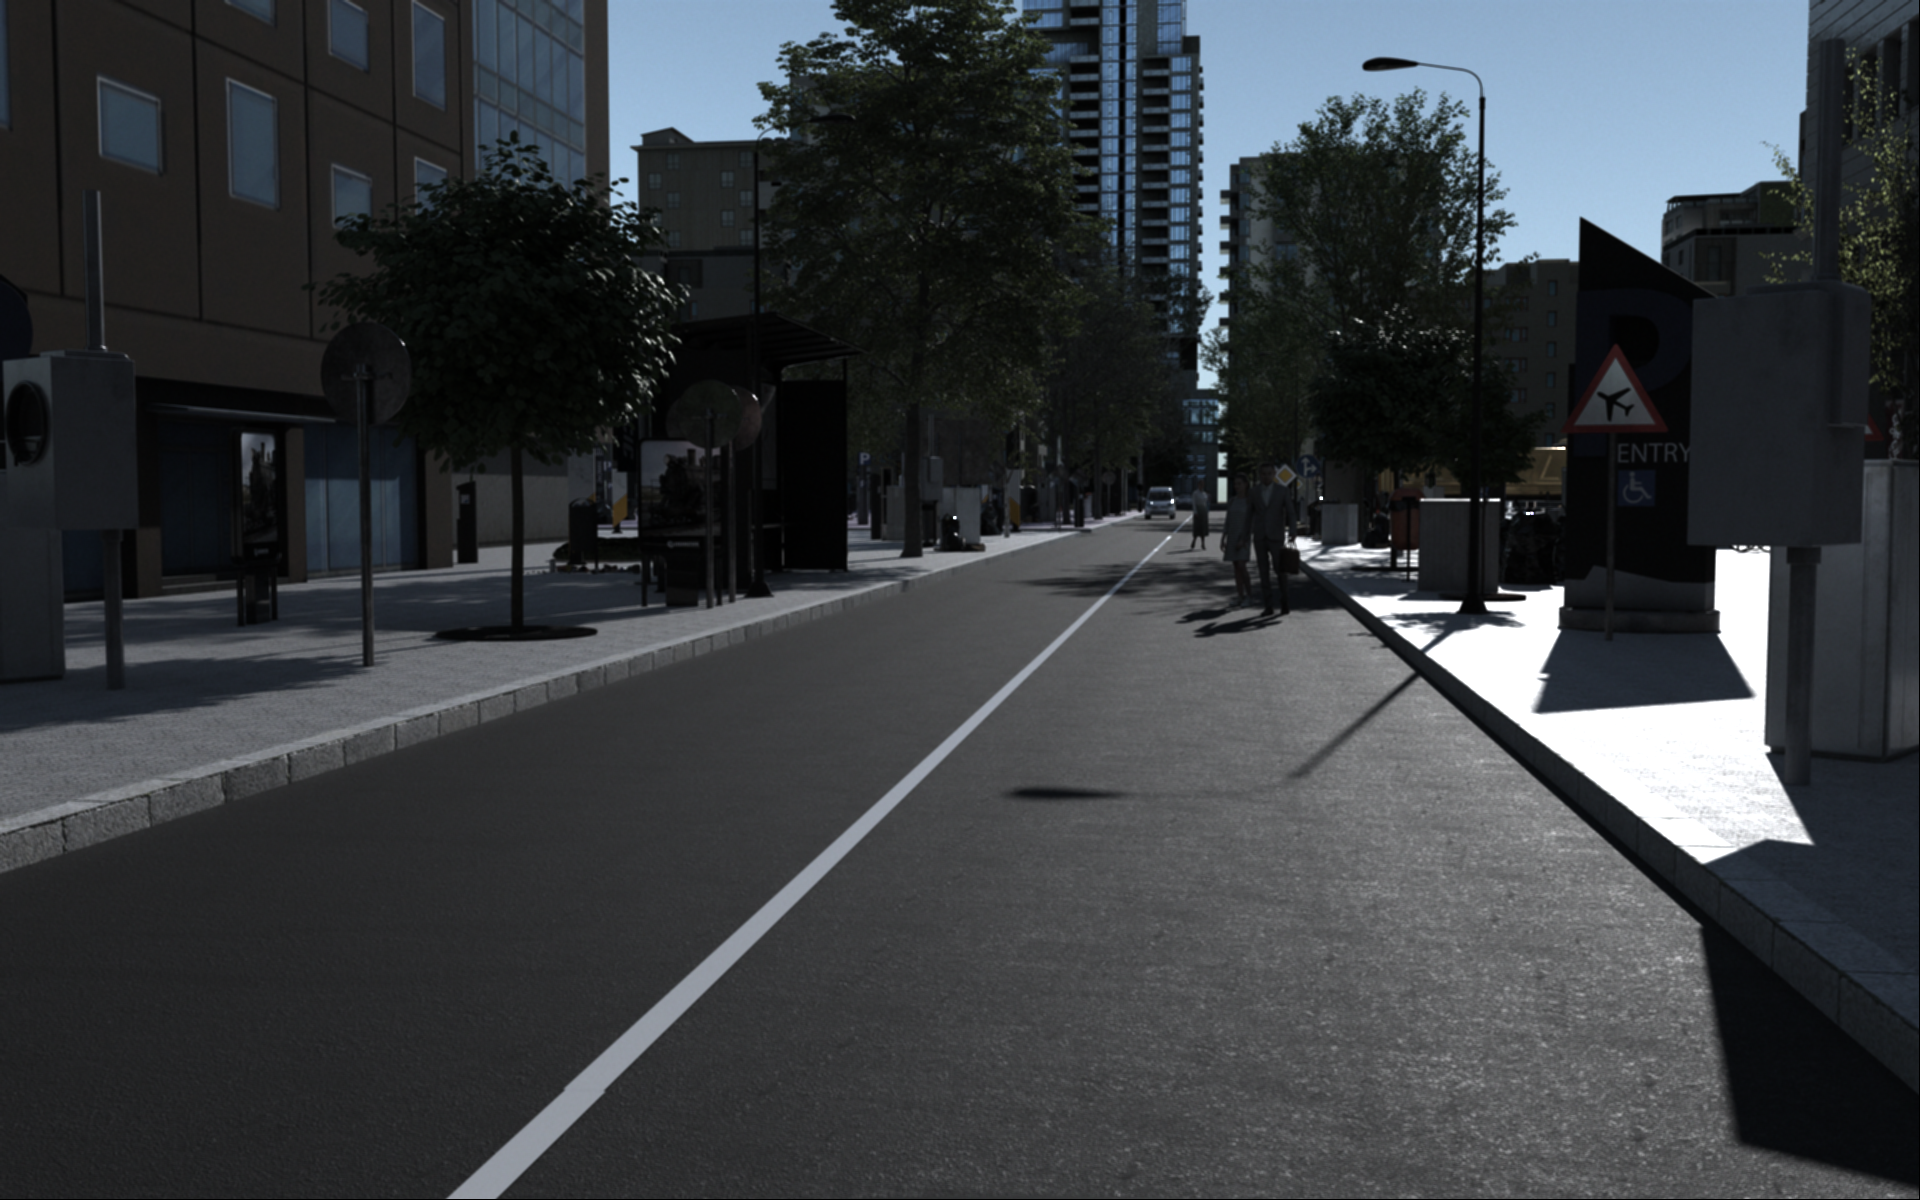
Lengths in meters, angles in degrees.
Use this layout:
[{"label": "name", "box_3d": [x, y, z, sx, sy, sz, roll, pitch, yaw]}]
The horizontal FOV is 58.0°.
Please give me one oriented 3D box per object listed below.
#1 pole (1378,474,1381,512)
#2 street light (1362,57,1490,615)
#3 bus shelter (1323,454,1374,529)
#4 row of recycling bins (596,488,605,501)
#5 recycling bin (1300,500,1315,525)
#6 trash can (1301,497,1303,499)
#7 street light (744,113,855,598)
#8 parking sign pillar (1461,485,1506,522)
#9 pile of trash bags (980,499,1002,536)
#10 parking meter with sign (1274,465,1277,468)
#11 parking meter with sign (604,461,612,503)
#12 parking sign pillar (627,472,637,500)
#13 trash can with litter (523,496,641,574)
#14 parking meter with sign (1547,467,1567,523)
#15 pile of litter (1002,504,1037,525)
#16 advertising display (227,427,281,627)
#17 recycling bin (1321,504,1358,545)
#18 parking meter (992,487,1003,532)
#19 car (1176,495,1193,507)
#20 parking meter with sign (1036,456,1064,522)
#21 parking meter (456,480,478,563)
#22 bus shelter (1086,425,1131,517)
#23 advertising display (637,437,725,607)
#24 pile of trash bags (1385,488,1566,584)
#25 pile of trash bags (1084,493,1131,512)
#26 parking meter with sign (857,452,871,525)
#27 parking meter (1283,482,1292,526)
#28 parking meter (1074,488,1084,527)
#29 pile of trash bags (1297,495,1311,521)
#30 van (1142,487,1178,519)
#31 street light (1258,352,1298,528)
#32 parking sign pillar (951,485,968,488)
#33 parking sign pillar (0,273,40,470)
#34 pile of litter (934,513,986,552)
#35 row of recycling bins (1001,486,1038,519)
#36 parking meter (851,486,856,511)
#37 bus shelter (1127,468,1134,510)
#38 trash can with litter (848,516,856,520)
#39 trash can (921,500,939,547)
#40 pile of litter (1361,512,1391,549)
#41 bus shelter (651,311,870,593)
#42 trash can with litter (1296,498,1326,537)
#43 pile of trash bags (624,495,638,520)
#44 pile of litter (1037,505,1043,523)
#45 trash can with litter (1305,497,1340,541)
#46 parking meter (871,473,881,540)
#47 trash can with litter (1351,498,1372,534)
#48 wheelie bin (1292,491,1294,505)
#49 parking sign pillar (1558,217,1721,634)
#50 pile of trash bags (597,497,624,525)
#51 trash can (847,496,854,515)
[{"label": "pole", "box_3d": [25.888, -6.912, 106.856, 0.158, 3.312, 0.155, 0, 3, 0]}, {"label": "street light", "box_3d": [4.983, -2.813, 18.532, 1.470, 5.913, 1.316, 1, 4, 8]}, {"label": "bus shelter", "box_3d": [14.901, -4.440, 66.523, 2.014, 3.302, 5.546, 1, 4, 8]}, {"label": "row of recycling bins", "box_3d": [-23.741, -6.303, 110.168, 3.534, 1.692, 1.069, 1, 4, 19]}, {"label": "recycling bin", "box_3d": [14.765, -3.690, 72.883, 0.722, 1.027, 0.722, 0, 4, -5]}, {"label": "trash can", "box_3d": [19.794, -5.337, 98.917, 0.748, 1.137, 0.748, 0, 3, 0]}, {"label": "street light", "box_3d": [-1.973, -2.986, 21.361, 1.470, 5.913, 1.316, 1, 4, 8]}, {"label": "parking sign pillar", "box_3d": [15.910, -3.924, 52.623, 1.447, 3.967, 1.447, 1, 4, 20]}, {"label": "pile of trash bags", "box_3d": [0.041, -2.749, 54.690, 1.912, 1.369, 3.447, -1, 4, -15]}, {"label": "parking meter with sign", "box_3d": [18.827, -6.577, 103.795, 0.543, 3.016, 1.738, 0, 4, 4]}, {"label": "parking meter with sign", "box_3d": [-18.231, -5.732, 89.975, 0.543, 3.016, 1.738, -1, 4, -17]}, {"label": "parking sign pillar", "box_3d": [-25.401, -8.970, 135.123, 1.447, 3.967, 1.447, 0, 4, 8]}, {"label": "trash can with litter", "box_3d": [-5.872, -1.049, 28.212, 2.233, 1.210, 1.678, 2, 4, 23]}, {"label": "parking meter with sign", "box_3d": [17.478, -3.234, 49.139, 0.543, 3.016, 1.738, -2, 4, -32]}, {"label": "pile of litter", "box_3d": [2.144, -3.624, 73.216, 1.719, 0.858, 1.176, -1, 4, -21]}, {"label": "advertising display", "box_3d": [-6.979, -0.731, 17.163, 0.123, 1.923, 0.974, 0, 4, -1]}, {"label": "recycling bin", "box_3d": [9.659, -1.927, 44.056, 0.722, 1.027, 0.722, 2, 4, 34]}, {"label": "parking meter", "box_3d": [1.249, -3.046, 58.207, 0.372, 1.533, 0.369, 0, 3, 0]}, {"label": "car", "box_3d": [25.448, -11.214, 195.709, 2.083, 1.381, 4.827, 1, 4, 10]}, {"label": "parking meter with sign", "box_3d": [4.085, -5.136, 80.240, 0.543, 3.016, 1.738, -2, 4, -34]}, {"label": "parking meter", "box_3d": [-9.162, -1.455, 32.200, 0.372, 1.533, 0.369, 0, 3, 0]}, {"label": "bus shelter", "box_3d": [8.661, -7.550, 101.067, 2.179, 5.291, 8.768, 1, 4, 8]}, {"label": "advertising display", "box_3d": [-3.187, -0.891, 19.788, 0.974, 1.923, 0.123, -1, 4, -13]}, {"label": "pile of trash bags", "box_3d": [7.980, -0.953, 25.328, 3.447, 1.369, 1.912, 0, 4, 8]}, {"label": "pile of trash bags", "box_3d": [10.687, -7.150, 126.653, 3.447, 1.369, 1.912, -1, 4, -22]}, {"label": "parking meter with sign", "box_3d": [-4.054, -4.664, 72.512, 0.543, 3.016, 1.738, 0, 4, -8]}, {"label": "parking meter", "box_3d": [13.011, -3.870, 68.993, 0.399, 1.863, 0.255, -3, 5, -45]}, {"label": "parking meter", "box_3d": [4.608, -3.575, 66.870, 0.372, 1.533, 0.369, 0, 3, 0]}, {"label": "pile of trash bags", "box_3d": [15.845, -4.404, 81.752, 3.447, 1.369, 1.912, -3, 5, -39]}, {"label": "van", "box_3d": [11.461, -5.633, 99.103, 2.013, 2.044, 4.112, 1, 4, 9]}, {"label": "street light", "box_3d": [10.462, -5.151, 56.753, 1.470, 5.913, 1.316, 1, 4, 8]}, {"label": "parking sign pillar", "box_3d": [0.008, -8.066, 120.345, 1.447, 3.967, 1.447, 2, 4, 29]}, {"label": "parking sign pillar", "box_3d": [-8.754, -1.636, 15.229, 1.447, 3.967, 1.447, 2, 4, 31]}, {"label": "pile of litter", "box_3d": [0.003, -1.540, 39.138, 1.176, 0.858, 1.719, 0, 4, -5]}, {"label": "row of recycling bins", "box_3d": [3.169, -4.769, 85.086, 1.069, 1.692, 3.534, -3, 5, -41]}, {"label": "parking meter", "box_3d": [-7.918, -7.512, 128.538, 0.255, 1.863, 0.399, -3, 4, -38]}, {"label": "bus shelter", "box_3d": [11.151, -7.829, 121.933, 2.014, 3.302, 5.546, 1, 4, 8]}, {"label": "trash can with litter", "box_3d": [-6.159, -4.591, 86.119, 2.233, 1.210, 1.678, 1, 4, 16]}, {"label": "trash can", "box_3d": [-0.873, -1.851, 41.920, 0.748, 1.137, 0.748, 0, 3, 0]}, {"label": "pile of litter", "box_3d": [10.303, -1.678, 41.397, 1.719, 0.858, 1.176, -2, 4, -24]}, {"label": "bus shelter", "box_3d": [-2.766, -2.089, 25.436, 1.731, 3.624, 6.357, 1, 4, 8]}, {"label": "trash can with litter", "box_3d": [10.577, -2.508, 52.387, 0.624, 1.170, 1.055, -3, 5, -44]}, {"label": "pile of trash bags", "box_3d": [-16.376, -4.569, 84.450, 3.447, 1.369, 1.912, 2, 4, 35]}, {"label": "pile of litter", "box_3d": [3.130, -3.912, 77.923, 1.176, 0.858, 1.719, 0, 4, 3]}, {"label": "trash can with litter", "box_3d": [10.719, -2.273, 48.221, 2.233, 1.210, 1.678, 1, 4, 9]}, {"label": "parking meter", "box_3d": [-2.296, -2.641, 48.894, 0.399, 1.863, 0.255, -2, 4, -32]}, {"label": "trash can with litter", "box_3d": [11.795, -2.426, 51.047, 0.624, 1.170, 1.055, 2, 4, 23]}, {"label": "wheelie bin", "box_3d": [13.610, -3.973, 72.860, 0.980, 1.594, 0.693, 3, 5, 45]}, {"label": "parking sign pillar", "box_3d": [6.502, -1.714, 16.494, 1.447, 3.967, 1.447, 2, 4, 35]}, {"label": "pile of trash bags", "box_3d": [-16.010, -3.795, 71.807, 1.912, 1.369, 3.447, 3, 4, 36]}, {"label": "trash can", "box_3d": [-6.853, -5.742, 105.530, 0.748, 1.137, 0.748, 0, 3, 0]}]
